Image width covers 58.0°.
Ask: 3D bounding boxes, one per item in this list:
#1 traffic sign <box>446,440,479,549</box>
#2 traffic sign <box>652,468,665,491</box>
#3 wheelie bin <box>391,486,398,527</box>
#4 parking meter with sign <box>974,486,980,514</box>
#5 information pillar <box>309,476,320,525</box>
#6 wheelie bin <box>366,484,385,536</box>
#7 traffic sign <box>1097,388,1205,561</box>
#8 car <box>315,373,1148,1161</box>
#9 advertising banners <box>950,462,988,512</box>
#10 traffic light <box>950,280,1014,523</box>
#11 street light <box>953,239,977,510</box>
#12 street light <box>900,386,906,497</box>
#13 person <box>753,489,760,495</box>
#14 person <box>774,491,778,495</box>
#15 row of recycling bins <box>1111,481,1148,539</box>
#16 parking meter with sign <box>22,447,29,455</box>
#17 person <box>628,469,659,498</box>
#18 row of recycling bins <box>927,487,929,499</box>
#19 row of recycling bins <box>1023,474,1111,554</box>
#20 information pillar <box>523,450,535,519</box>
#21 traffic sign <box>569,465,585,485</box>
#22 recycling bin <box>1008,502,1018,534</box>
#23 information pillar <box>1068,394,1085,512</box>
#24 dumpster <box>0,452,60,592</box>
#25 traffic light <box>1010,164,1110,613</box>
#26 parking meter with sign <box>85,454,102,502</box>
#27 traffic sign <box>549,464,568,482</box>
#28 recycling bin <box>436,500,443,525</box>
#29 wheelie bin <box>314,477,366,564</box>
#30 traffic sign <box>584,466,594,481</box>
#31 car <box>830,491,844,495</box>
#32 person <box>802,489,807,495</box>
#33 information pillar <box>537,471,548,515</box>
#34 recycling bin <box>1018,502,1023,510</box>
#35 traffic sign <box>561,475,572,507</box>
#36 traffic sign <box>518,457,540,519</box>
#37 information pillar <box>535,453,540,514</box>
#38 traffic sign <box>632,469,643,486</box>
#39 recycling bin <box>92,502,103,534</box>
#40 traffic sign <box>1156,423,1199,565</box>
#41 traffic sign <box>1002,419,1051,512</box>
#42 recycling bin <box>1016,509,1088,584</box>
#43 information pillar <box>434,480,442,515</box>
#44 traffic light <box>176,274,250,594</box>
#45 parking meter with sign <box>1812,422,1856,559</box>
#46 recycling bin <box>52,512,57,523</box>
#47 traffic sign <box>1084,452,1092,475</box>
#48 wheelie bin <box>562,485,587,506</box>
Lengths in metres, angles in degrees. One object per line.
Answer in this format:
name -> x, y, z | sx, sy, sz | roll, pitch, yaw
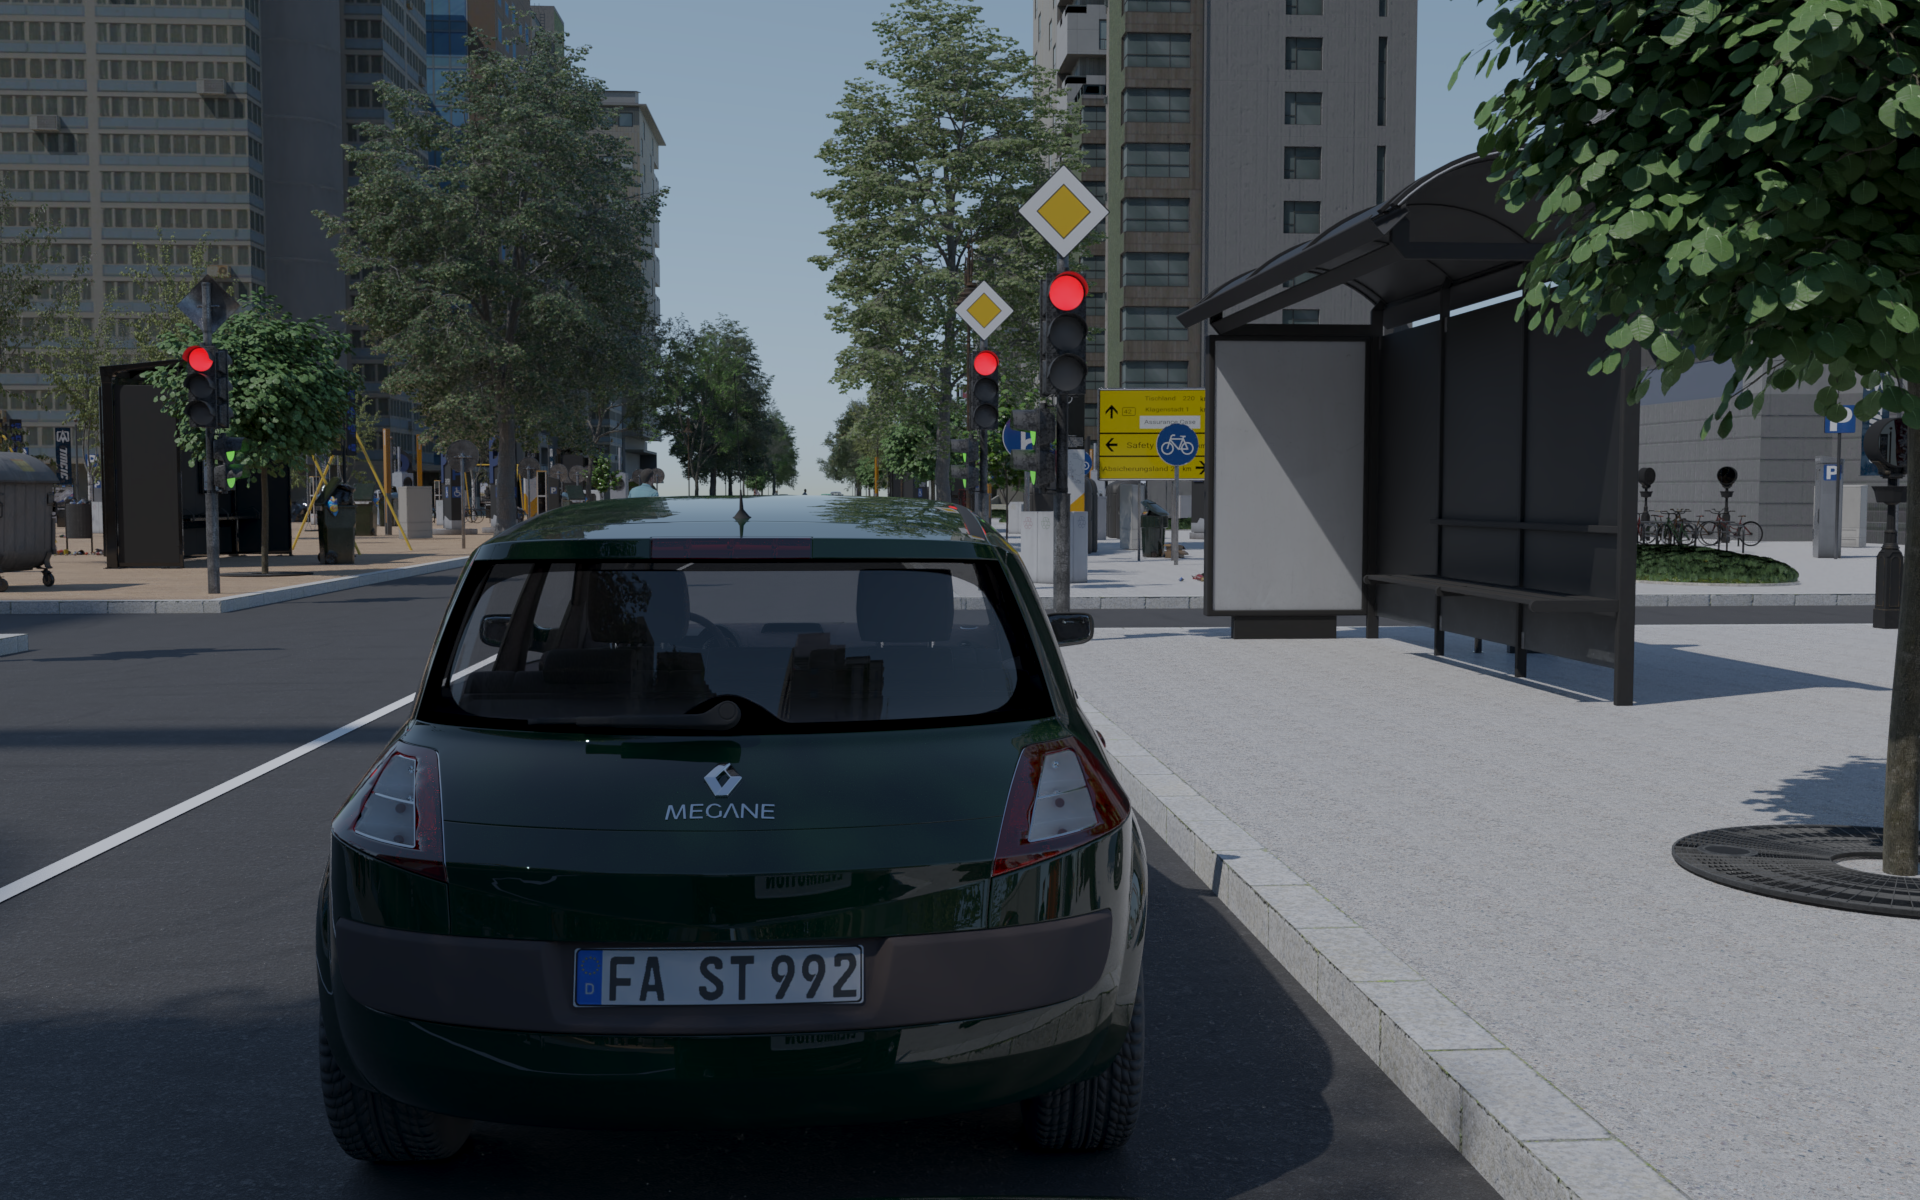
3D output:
traffic sign -> -11.665, -2.479, 40.636 | 0.768, 2.556, 0.104 | 0, 4, -1
traffic sign -> -14.749, -5.151, 84.331 | 0.768, 2.556, 0.104 | 0, 4, 3
wheelie bin -> -22.582, -3.706, 68.493 | 0.980, 1.594, 0.693 | 0, 4, 1
parking meter with sign -> 0.627, -5.574, 87.403 | 0.543, 3.016, 1.738 | 0, 4, -1
information pillar -> -26.857, -4.137, 72.136 | 0.304, 2.012, 0.304 | 3, 5, 41
wheelie bin -> -18.234, -2.759, 53.023 | 0.980, 1.594, 0.693 | 0, 4, -2
traffic sign -> 3.767, -2.406, 33.216 | 2.265, 3.308, 0.079 | 0, 4, 3
car -> -0.534, 0.283, 5.153 | 2.009, 1.686, 4.222 | 0, 4, -3
advertising banners -> 0.100, -3.634, 55.604 | 2.074, 3.025, 0.090 | -3, 5, -42
traffic light -> 0.295, -2.079, 22.910 | 0.839, 4.253, 0.868 | 0, 4, -4
street light -> 0.157, -3.597, 31.593 | 0.468, 5.910, 1.993 | 0, 4, -4
street light -> -2.166, -5.604, 64.416 | 0.468, 5.910, 1.993 | 0, 4, -4
person -> -11.733, -5.538, 99.714 | 0.551, 1.740, 0.621 | 2, 4, 25
person -> -19.562, -10.787, 184.956 | 0.705, 1.814, 1.350 | 2, 4, 27
row of recycling bins -> 4.826, -2.673, 50.822 | 1.069, 1.692, 3.534 | 0, 4, -2
parking meter with sign -> -34.793, -4.124, 63.696 | 0.543, 3.016, 1.738 | -1, 4, -10
person -> -4.913, -1.106, 26.597 | 0.660, 1.820, 0.620 | 1, 4, 22
row of recycling bins -> -1.656, -5.394, 95.298 | 1.069, 1.692, 3.534 | 1, 4, 15
row of recycling bins -> 2.210, -1.823, 36.921 | 1.069, 1.692, 3.534 | 1, 4, 19
information pillar -> -19.696, -5.350, 78.834 | 0.183, 3.616, 0.504 | 1, 4, 15
traffic sign -> -16.864, -4.665, 76.381 | 0.768, 2.556, 0.104 | 0, 4, 1
recycling bin -> 2.022, -2.666, 56.140 | 0.722, 1.027, 0.722 | 2, 4, 24
information pillar -> 2.064, -2.500, 32.230 | 0.504, 3.616, 0.183 | 0, 4, -3
dumpster -> -13.069, -1.065, 23.180 | 1.264, 1.857, 1.865 | 0, 4, -4
traffic light -> 0.864, -1.592, 14.945 | 0.839, 4.253, 0.868 | 0, 4, -4
parking meter with sign -> -37.931, -4.907, 76.487 | 0.543, 3.016, 1.738 | 0, 4, -4
traffic sign -> -16.861, -4.444, 72.765 | 0.768, 2.556, 0.104 | 0, 4, -1
recycling bin -> -21.057, -3.591, 71.262 | 0.722, 1.027, 0.722 | 1, 4, 11
wheelie bin -> -11.467, -1.466, 31.869 | 0.693, 1.594, 0.980 | -2, 4, -32
traffic sign -> -16.490, -4.717, 77.235 | 0.768, 2.556, 0.104 | 0, 4, -1
car -> -17.815, -14.659, 248.343 | 2.281, 1.827, 5.304 | 0, 4, -5
person -> -11.426, -7.317, 128.118 | 0.705, 1.826, 1.348 | -3, 5, -41
information pillar -> -13.221, -3.079, 54.827 | 0.304, 2.012, 0.304 | -1, 4, -8
recycling bin -> 2.028, -1.909, 43.774 | 0.722, 1.027, 0.722 | 3, 5, 40
traffic sign -> -18.636, -4.962, 81.134 | 0.884, 2.594, 0.081 | 0, 4, 4
traffic sign -> -14.743, -3.617, 59.237 | 0.768, 2.556, 0.104 | 0, 4, -1
information pillar -> -19.603, -5.408, 79.767 | 0.504, 3.616, 0.183 | -3, 5, -40
traffic sign -> -16.271, -5.372, 87.942 | 0.768, 2.556, 0.104 | 0, 4, 1
recycling bin -> -27.771, -2.685, 56.457 | 0.722, 1.027, 0.722 | 1, 4, 21
traffic sign -> 3.905, -1.903, 31.227 | 0.768, 2.556, 0.104 | 0, 4, -2
traffic sign -> 1.040, -1.635, 26.835 | 0.768, 2.556, 0.104 | 0, 4, 1
recycling bin -> 1.366, -0.767, 25.101 | 0.722, 1.027, 0.722 | 3, 5, 45
information pillar -> -28.085, -5.430, 93.266 | 0.304, 2.012, 0.304 | 1, 4, 11
traffic light -> -9.590, -2.035, 22.192 | 0.839, 4.253, 0.868 | 0, 4, -4
parking meter with sign -> 17.478, -2.356, 34.781 | 0.543, 3.016, 1.738 | 1, 4, 17
recycling bin -> -40.495, -3.941, 76.982 | 0.722, 1.027, 0.722 | -3, 5, -40
traffic sign -> 3.449, -3.069, 50.286 | 0.768, 2.556, 0.104 | 0, 4, 2
wheelie bin -> -14.074, -3.369, 62.998 | 0.980, 1.594, 0.693 | -3, 4, -37
